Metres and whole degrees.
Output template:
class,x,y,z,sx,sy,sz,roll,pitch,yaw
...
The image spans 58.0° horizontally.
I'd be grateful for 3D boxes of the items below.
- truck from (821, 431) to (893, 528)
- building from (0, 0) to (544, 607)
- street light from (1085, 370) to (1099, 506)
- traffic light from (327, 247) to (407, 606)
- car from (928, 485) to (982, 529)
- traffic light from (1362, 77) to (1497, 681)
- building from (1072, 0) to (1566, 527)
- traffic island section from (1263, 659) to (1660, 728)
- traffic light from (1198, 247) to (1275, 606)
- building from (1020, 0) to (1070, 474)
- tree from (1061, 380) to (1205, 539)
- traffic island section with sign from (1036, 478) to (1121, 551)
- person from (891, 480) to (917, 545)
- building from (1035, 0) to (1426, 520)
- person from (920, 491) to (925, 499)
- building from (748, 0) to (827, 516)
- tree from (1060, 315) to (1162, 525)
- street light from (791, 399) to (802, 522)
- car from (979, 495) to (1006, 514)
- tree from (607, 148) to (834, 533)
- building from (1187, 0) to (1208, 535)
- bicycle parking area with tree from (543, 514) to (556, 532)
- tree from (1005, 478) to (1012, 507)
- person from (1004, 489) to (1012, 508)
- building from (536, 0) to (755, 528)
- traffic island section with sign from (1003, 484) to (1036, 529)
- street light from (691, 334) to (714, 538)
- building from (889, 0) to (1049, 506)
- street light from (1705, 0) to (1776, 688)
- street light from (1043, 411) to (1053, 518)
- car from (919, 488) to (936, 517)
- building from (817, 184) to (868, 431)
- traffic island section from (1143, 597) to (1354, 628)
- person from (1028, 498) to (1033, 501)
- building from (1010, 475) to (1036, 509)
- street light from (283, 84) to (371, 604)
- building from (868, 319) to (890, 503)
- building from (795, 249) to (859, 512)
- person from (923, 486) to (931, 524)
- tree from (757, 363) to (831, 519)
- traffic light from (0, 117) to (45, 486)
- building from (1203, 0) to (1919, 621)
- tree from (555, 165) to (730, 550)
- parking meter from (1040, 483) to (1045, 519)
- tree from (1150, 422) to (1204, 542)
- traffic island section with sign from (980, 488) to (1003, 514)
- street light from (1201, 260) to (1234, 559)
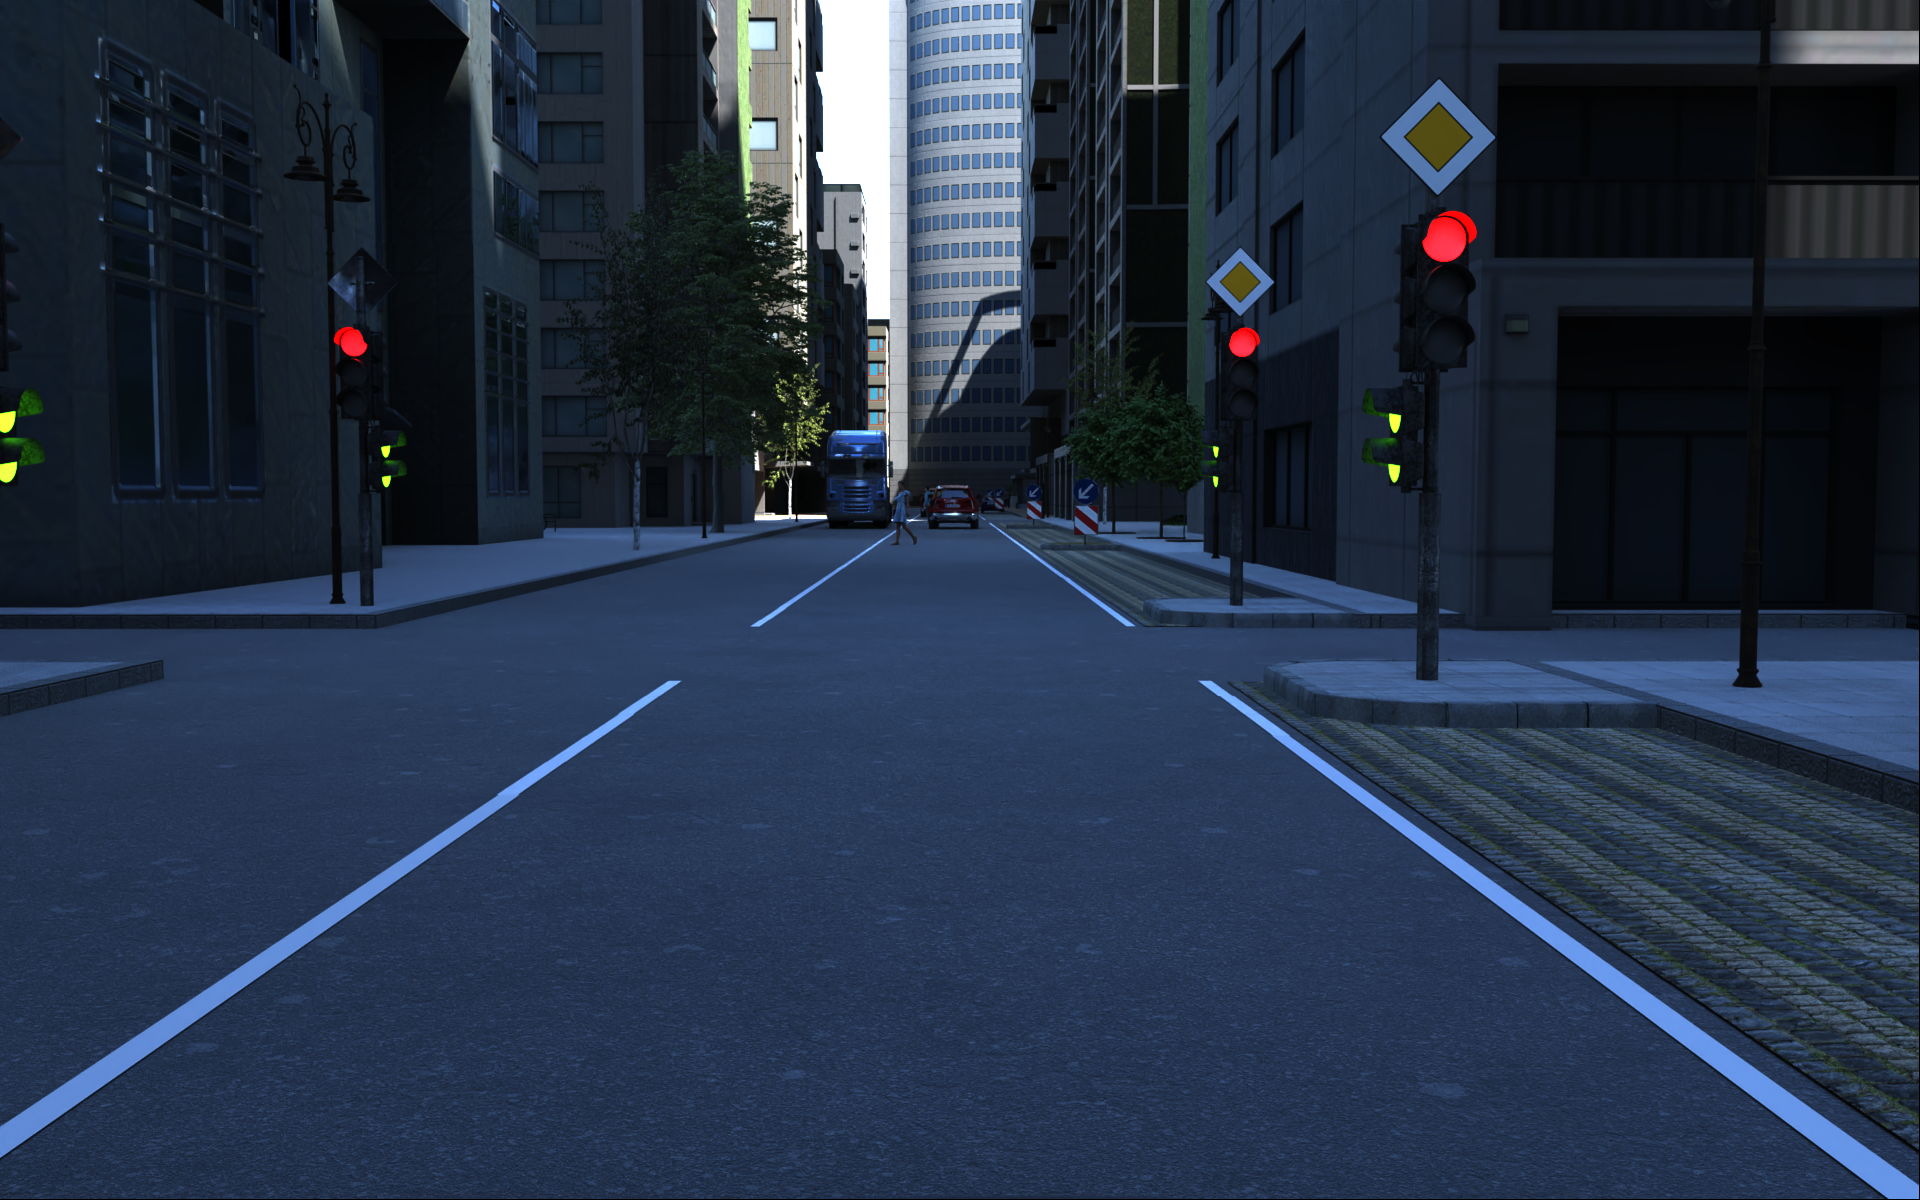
class,x,y,z,sx,sy,sz,roll,pitch,yaw
truck,-4.440,-5.471,79.201,2.967,4.110,18.799,0,4,-1
building,-21.217,-44.017,32.357,22.319,86.520,31.000,0,4,0
street light,4.911,-5.615,64.595,0.468,5.910,1.993,0,4,0
traffic light,-6.794,-1.887,19.780,0.839,4.253,0.868,0,4,0
car,-0.239,-3.911,72.612,2.281,1.827,5.304,0,4,1
traffic light,3.213,-1.403,11.868,0.839,4.253,0.868,0,4,0
building,15.456,-39.461,83.436,20.563,71.187,20.611,0,4,0
traffic island section,3.253,0.630,11.982,2.009,0.180,2.903,0,4,0
traffic light,3.167,-1.892,19.853,0.839,4.253,0.868,0,4,0
building,18.542,-33.159,131.389,28.713,52.752,27.495,0,4,0
tree,5.781,-4.055,50.010,4.285,4.588,4.351,0,3,0
traffic island section with sign,3.072,-2.198,44.565,1.989,1.847,2.006,0,4,0
person,-1.613,-2.447,48.608,0.778,1.811,0.616,-2,4,-28
building,15.444,-40.854,106.214,20.563,71.187,20.611,0,4,0
person,-3.381,-9.483,164.259,0.721,1.735,1.217,3,5,39
building,-22.681,-31.716,107.789,28.713,52.752,27.495,0,4,0
tree,6.295,-7.455,72.251,4.737,8.622,4.395,0,3,0
street light,-7.549,-6.549,79.857,0.468,5.910,1.993,0,4,0
car,2.369,-6.987,126.815,1.945,1.354,3.894,0,4,1
tree,-8.053,-8.543,57.800,7.486,12.596,7.792,0,3,0
building,14.686,-22.963,59.045,14.154,41.232,14.086,0,4,0
bicycle parking area with tree,-17.379,-4.218,55.974,9.016,4.147,8.231,1,4,20
tree,5.277,-10.899,172.796,1.663,3.219,1.824,0,3,0
person,4.395,-9.239,157.631,0.617,1.759,0.750,2,4,29
building,-16.288,-23.662,70.468,14.154,41.232,14.086,0,4,0
traffic island section with sign,2.920,-3.860,71.737,1.989,1.847,2.006,0,4,0
street light,-7.423,-4.730,50.122,0.468,5.910,1.993,0,4,0
building,6.467,-39.537,188.436,28.212,58.520,21.231,0,4,0
street light,5.253,-2.360,11.375,0.468,5.910,1.993,0,4,0
street light,4.789,-7.436,94.363,0.468,5.910,1.993,0,4,0
car,-1.442,-6.132,108.927,2.281,1.827,5.304,0,3,0
building,-15.762,-23.963,163.497,14.107,30.474,14.160,0,4,0
traffic island section,3.207,0.142,19.967,2.009,0.180,2.903,0,4,0
person,4.533,-6.326,110.032,0.434,1.755,0.990,-1,4,-11
building,20.966,-28.519,158.166,32.217,40.220,23.993,0,4,0
street light,-7.297,-2.896,20.131,0.468,5.910,1.993,0,4,0
building,-22.126,-21.226,192.086,28.899,21.520,27.650,0,4,0
building,-22.601,-17.850,136.887,27.650,21.520,28.899,0,4,0
person,-1.469,-4.533,82.628,0.620,1.820,0.660,1,4,22
tree,-8.878,-8.582,90.683,4.737,8.622,4.395,0,3,0
traffic light,-6.748,-1.399,11.795,0.839,4.253,0.868,0,4,0
building,15.644,-35.961,26.209,20.611,71.187,20.563,0,4,0
tree,-7.372,-5.456,39.565,4.360,8.622,3.978,0,3,0
parking meter,4.294,-5.188,90.536,0.255,1.863,0.399,0,4,5
tree,5.914,-3.182,46.633,1.663,3.219,1.824,0,3,0
traffic island section with sign,2.634,-6.936,122.026,1.989,1.847,2.006,0,4,0
street light,5.097,-3.765,34.346,0.468,5.910,1.993,0,4,0
